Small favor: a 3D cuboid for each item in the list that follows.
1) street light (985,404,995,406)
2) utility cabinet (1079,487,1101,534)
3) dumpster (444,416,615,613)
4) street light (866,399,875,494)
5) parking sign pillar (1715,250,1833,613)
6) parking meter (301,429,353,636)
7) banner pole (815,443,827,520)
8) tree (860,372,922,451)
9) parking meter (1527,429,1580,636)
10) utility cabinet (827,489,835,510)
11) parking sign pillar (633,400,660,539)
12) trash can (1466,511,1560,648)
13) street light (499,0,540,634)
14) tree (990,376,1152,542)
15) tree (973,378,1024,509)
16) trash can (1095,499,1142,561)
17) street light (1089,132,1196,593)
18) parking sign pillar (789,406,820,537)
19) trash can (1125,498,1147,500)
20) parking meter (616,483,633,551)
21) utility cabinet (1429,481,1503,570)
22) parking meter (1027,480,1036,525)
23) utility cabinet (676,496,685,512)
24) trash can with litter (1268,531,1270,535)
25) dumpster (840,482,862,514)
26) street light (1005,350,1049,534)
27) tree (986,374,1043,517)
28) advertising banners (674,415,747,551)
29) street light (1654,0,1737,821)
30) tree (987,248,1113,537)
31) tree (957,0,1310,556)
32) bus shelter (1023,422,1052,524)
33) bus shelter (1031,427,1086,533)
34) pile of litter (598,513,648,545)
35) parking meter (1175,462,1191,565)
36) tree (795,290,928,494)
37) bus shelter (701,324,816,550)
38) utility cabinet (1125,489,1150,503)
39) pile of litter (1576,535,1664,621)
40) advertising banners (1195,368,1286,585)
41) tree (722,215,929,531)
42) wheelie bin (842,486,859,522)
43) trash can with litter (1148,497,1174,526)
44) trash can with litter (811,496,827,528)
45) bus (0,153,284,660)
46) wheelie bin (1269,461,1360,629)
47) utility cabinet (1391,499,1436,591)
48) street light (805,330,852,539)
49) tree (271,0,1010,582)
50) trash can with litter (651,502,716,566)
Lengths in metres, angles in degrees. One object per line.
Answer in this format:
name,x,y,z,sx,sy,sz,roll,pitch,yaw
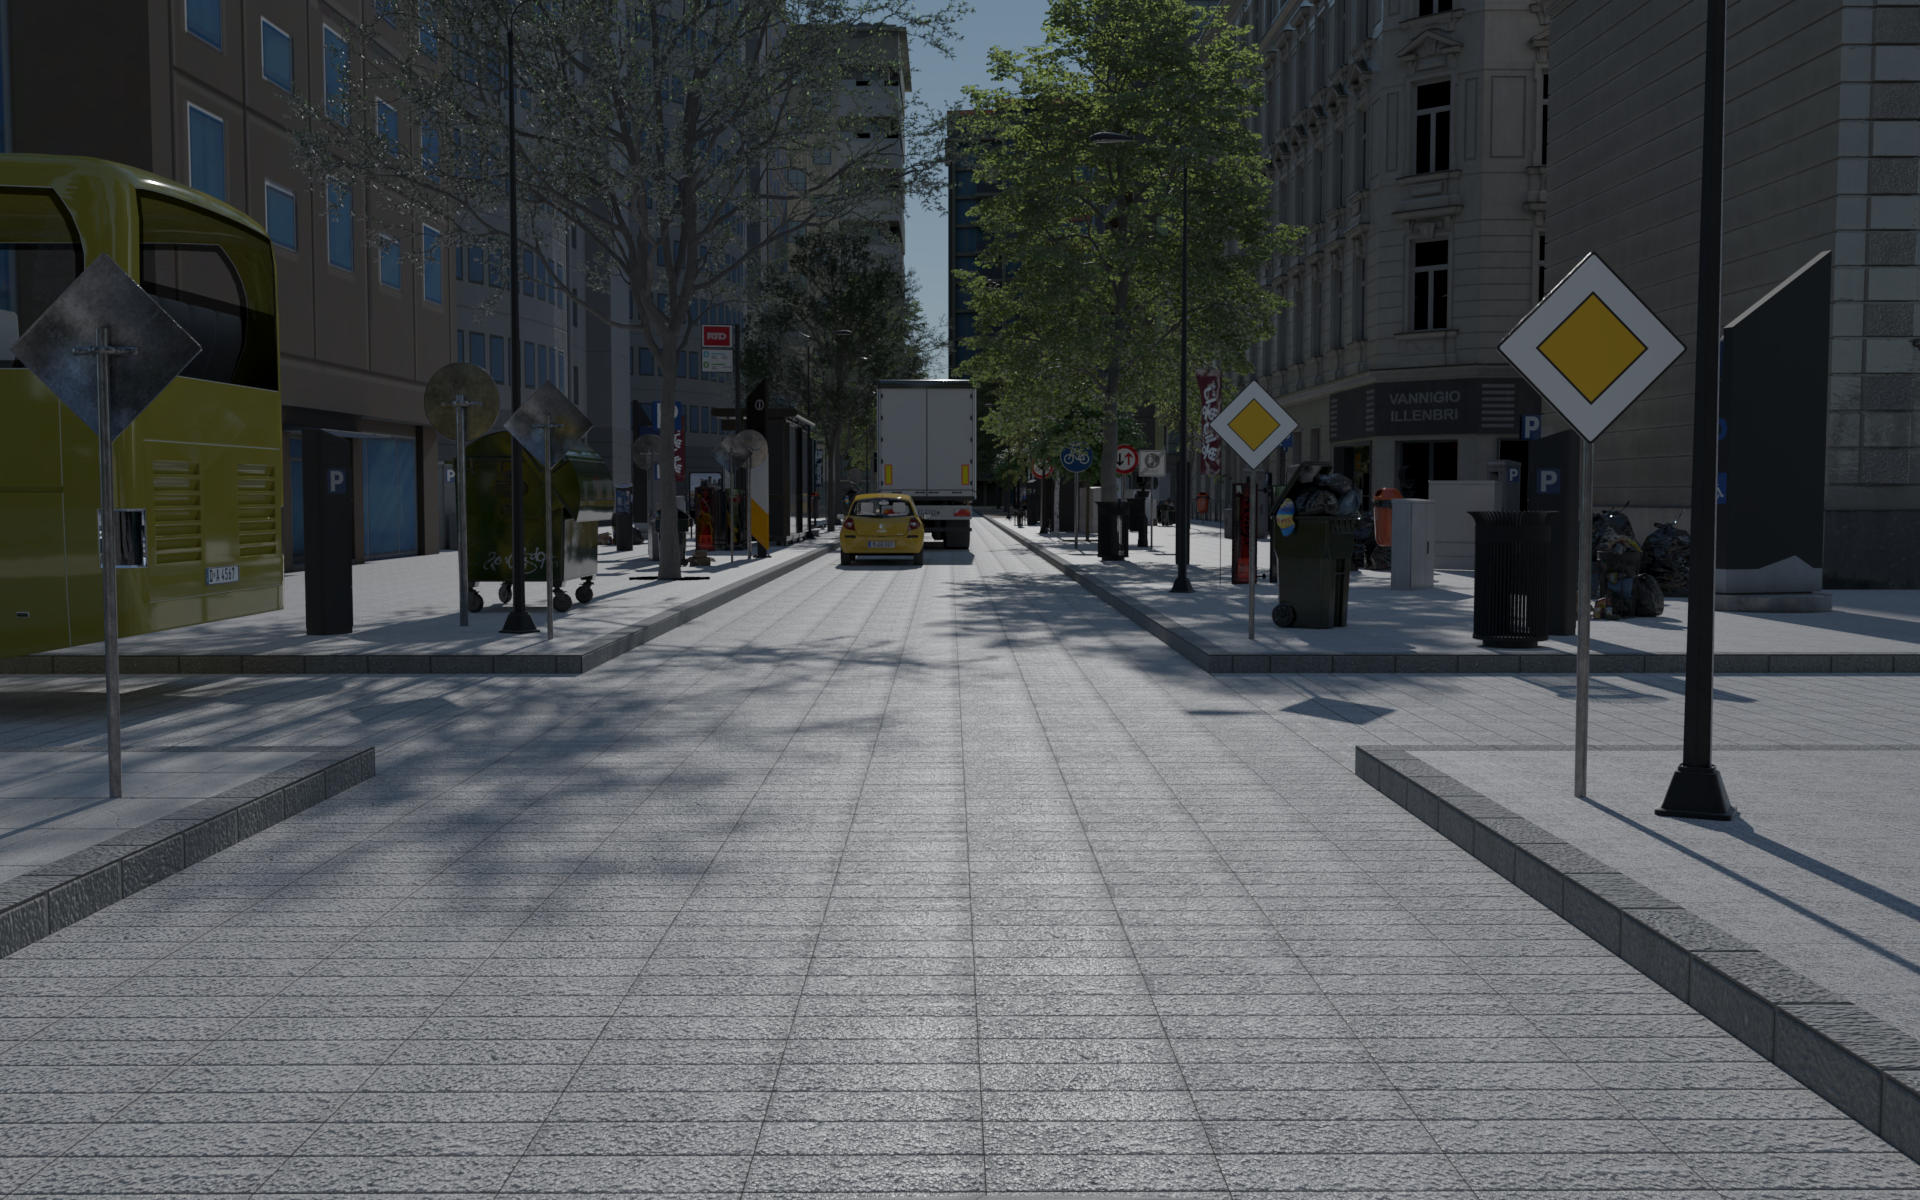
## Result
street light,1.982,-7.152,89.477,1.470,5.913,1.316,0,4,0
utility cabinet,4.178,-2.874,55.671,0.318,1.500,1.173,-1,4,-17
dumpster,-4.812,-1.037,19.452,1.502,2.255,1.985,0,4,0
street light,-3.899,-6.736,82.675,1.470,5.913,1.316,0,4,0
parking sign pillar,8.946,-1.882,19.243,1.447,3.967,1.447,-1,4,-17
parking meter,-5.779,-0.620,15.850,0.255,1.863,0.399,2,4,25
banner pole,-6.715,-5.764,84.264,0.863,3.779,0.401,2,4,30
tree,-4.947,-12.789,134.847,9.928,11.665,9.643,0,3,0
parking meter,5.407,-0.617,15.798,0.255,1.863,0.399,-3,5,-43
utility cabinet,-5.491,-3.993,73.962,0.318,1.500,1.173,0,4,-2
parking sign pillar,-8.973,-3.773,50.167,1.447,3.967,1.447,1,4,17
trash can,4.640,-0.179,14.575,0.748,1.137,0.748,0,3,0
street light,-3.540,-2.650,15.863,1.470,5.913,1.316,0,4,0
tree,3.540,-3.876,47.089,4.285,4.588,4.351,0,3,0
tree,3.233,-13.690,149.593,9.928,11.665,9.643,0,3,0
trash can,2.959,-1.332,33.433,0.748,1.137,0.748,0,3,0
street light,2.359,-3.051,22.427,1.470,5.913,1.316,0,4,0
parking sign pillar,-4.985,-3.911,52.416,1.447,3.967,1.447,-2,4,-26
trash can,6.020,-2.908,59.202,0.748,1.137,0.748,0,3,0
parking meter,-7.571,-1.875,39.068,0.372,1.533,0.369,0,3,0
utility cabinet,8.419,-1.235,28.873,1.173,1.500,0.318,3,5,42
parking meter,2.940,-4.013,71.323,0.255,1.863,0.399,2,4,32
utility cabinet,-9.337,-2.744,56.019,1.020,1.237,0.306,3,5,42
trash can with litter,9.974,-2.667,54.655,1.678,1.210,2.233,-2,4,-33
dumpster,-5.236,-4.596,80.908,1.264,1.857,1.865,0,4,0
street light,2.164,-5.094,55.832,1.470,5.913,1.316,0,4,0
tree,3.597,-8.896,95.819,4.360,8.622,3.978,0,3,0
advertising banners,-5.665,-2.594,38.604,2.074,3.025,0.090,-3,4,-38
street light,2.419,-2.095,6.790,1.470,5.913,1.316,0,4,0
tree,2.872,-6.236,52.315,4.737,8.622,4.395,0,3,0
tree,3.491,-7.194,35.752,7.486,12.596,7.792,0,3,0
bus shelter,4.026,-6.181,78.697,2.179,5.291,8.768,0,4,0
bus shelter,3.453,-4.228,60.411,1.731,3.624,6.357,0,4,0
pile of litter,-8.732,-1.829,43.863,1.719,0.858,1.176,-1,4,-15
parking meter,4.070,-1.586,31.635,0.255,1.863,0.399,0,4,5
tree,-4.818,-10.511,89.978,7.486,12.596,7.792,0,3,0
bus shelter,-5.038,-4.035,43.608,2.179,5.291,8.768,0,4,-1
utility cabinet,8.050,-4.290,78.826,1.173,1.500,0.318,0,4,-5
pile of litter,6.653,-0.255,18.139,1.719,0.858,1.176,-1,4,-21
advertising banners,4.082,-1.740,24.641,2.074,3.025,0.090,-3,4,-36
tree,-4.639,-7.618,58.969,8.767,10.594,7.601,2,4,31
wheelie bin,-4.264,-3.663,67.795,0.693,1.594,0.980,0,4,1
trash can with litter,8.130,-3.584,69.986,1.055,1.170,0.624,1,4,12
trash can with litter,-5.621,-3.332,65.528,1.678,1.210,2.233,0,3,0
bus,-11.209,-1.239,11.811,12.252,3.916,2.896,0,4,-1
wheelie bin,3.442,-0.539,16.716,0.693,1.594,0.980,3,4,38
utility cabinet,6.146,-0.752,23.459,0.306,1.237,1.020,2,4,32
street light,-3.758,-4.693,49.269,1.470,5.913,1.316,0,4,0
tree,-4.393,-7.051,25.654,12.009,13.543,11.850,0,3,0
trash can with litter,-4.935,-1.193,30.895,1.055,1.170,0.624,-2,4,-35
